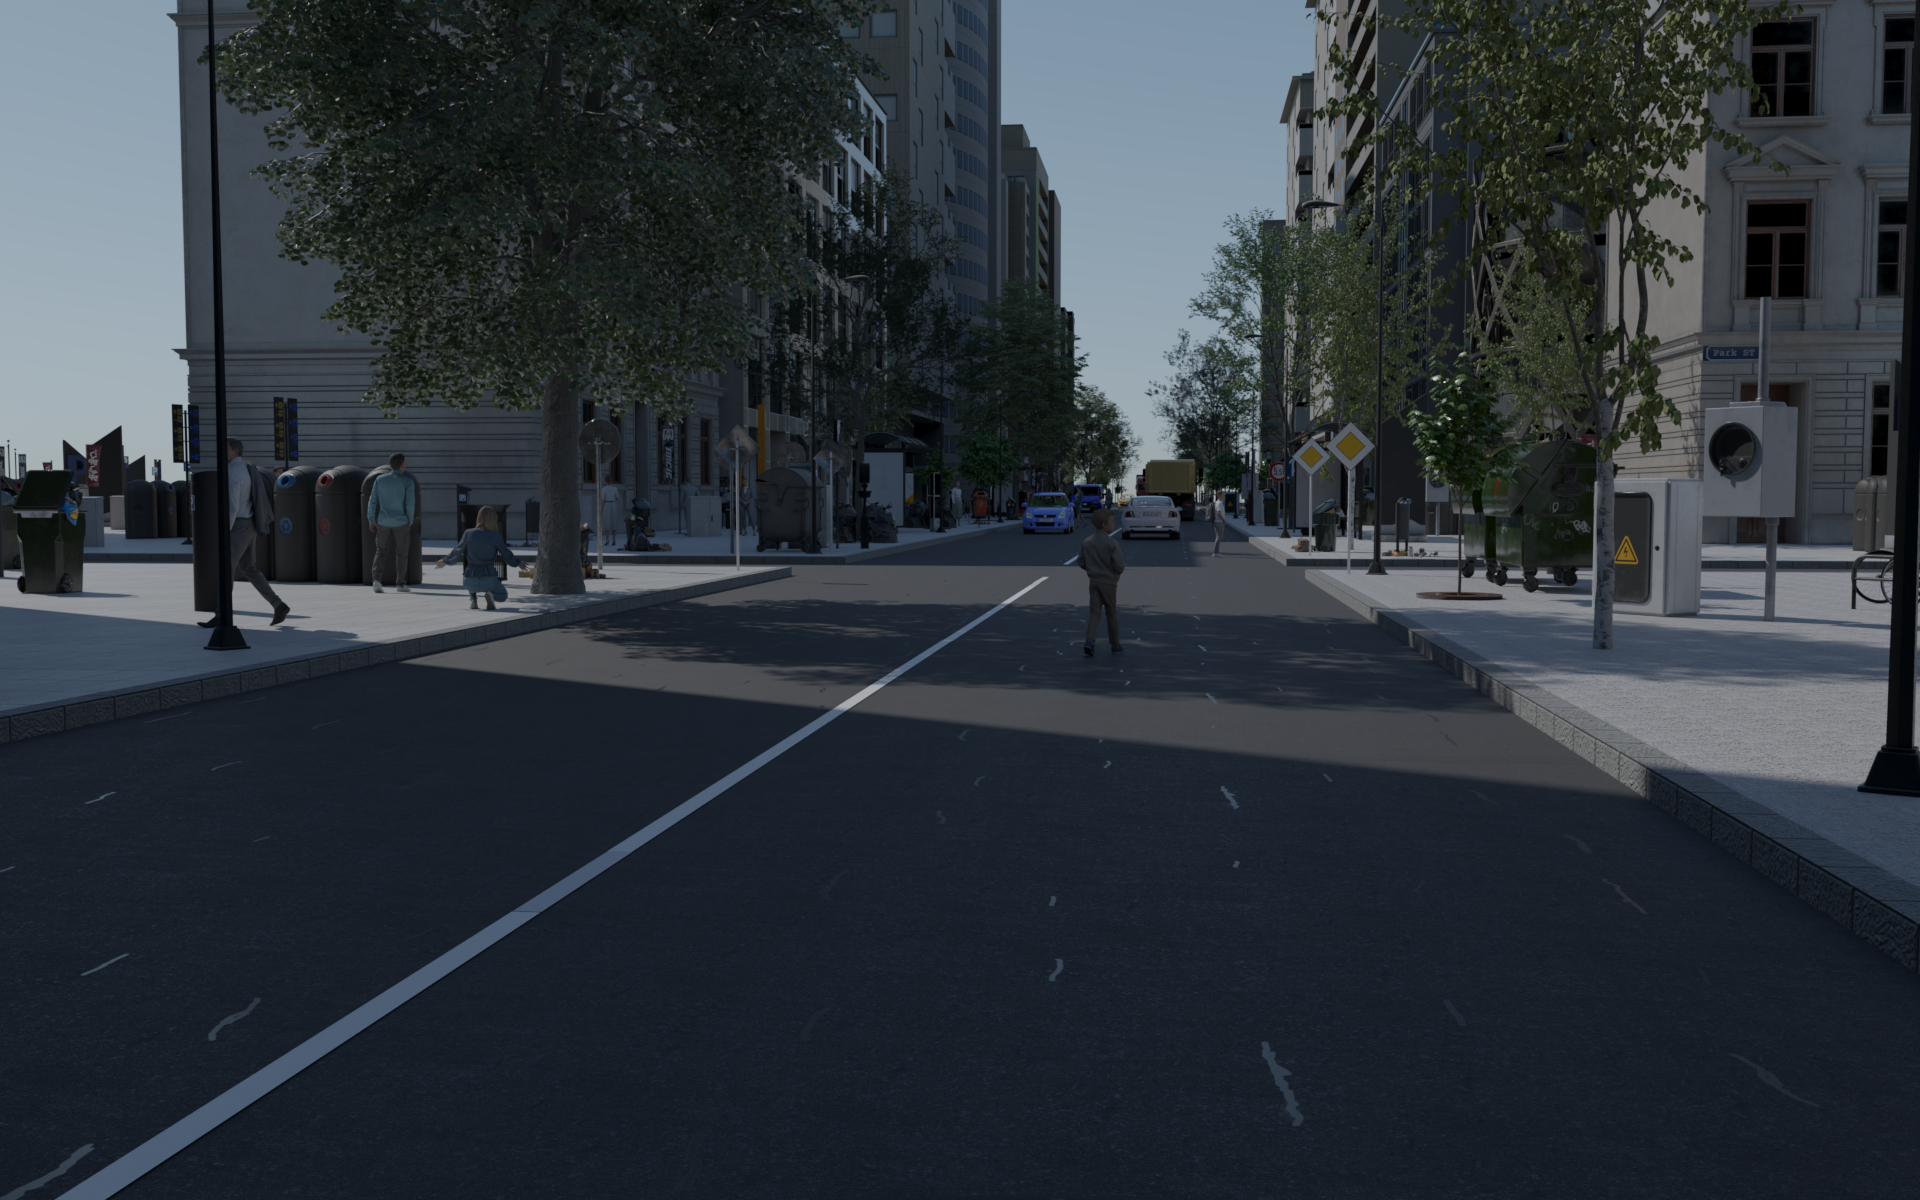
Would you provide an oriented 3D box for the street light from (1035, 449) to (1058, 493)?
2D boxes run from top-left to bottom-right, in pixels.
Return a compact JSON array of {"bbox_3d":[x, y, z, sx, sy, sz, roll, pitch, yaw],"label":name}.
[{"bbox_3d":[4.777,-7.586,96.574,1.470,5.913,1.316,0,4,7],"label":"street light"}]

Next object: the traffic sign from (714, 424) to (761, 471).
[{"bbox_3d":[-3.741,-1.643,29.050,0.795,2.593,0.064,0,4,7],"label":"traffic sign"}]

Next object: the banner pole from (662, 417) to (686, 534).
[{"bbox_3d":[-9.191,-4.004,55.488,0.863,3.779,0.401,-3,5,-39],"label":"banner pole"}]

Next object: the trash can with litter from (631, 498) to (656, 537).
[{"bbox_3d":[-9.387,-2.467,51.728,0.624,1.170,1.055,-3,4,-36],"label":"trash can with litter"}]

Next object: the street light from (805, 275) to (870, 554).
[{"bbox_3d":[-2.602,-3.942,36.988,1.470,5.913,1.316,0,4,7],"label":"street light"}]

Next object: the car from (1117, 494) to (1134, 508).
[{"bbox_3d":[16.387,-9.749,169.613,2.015,1.641,3.980,0,4,8],"label":"car"}]

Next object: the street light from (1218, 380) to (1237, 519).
[{"bbox_3d":[11.345,-5.984,70.378,1.470,5.913,1.316,0,4,7],"label":"street light"}]

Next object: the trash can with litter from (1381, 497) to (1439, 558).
[{"bbox_3d":[9.470,-1.532,36.101,1.678,1.210,2.233,2,4,35],"label":"trash can with litter"}]

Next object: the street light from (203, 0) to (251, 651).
[{"bbox_3d":[-5.531,-2.541,14.086,1.470,5.913,1.316,0,4,7],"label":"street light"}]

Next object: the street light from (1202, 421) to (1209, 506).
[{"bbox_3d":[16.355,-8.425,110.284,1.470,5.913,1.316,0,4,7],"label":"street light"}]

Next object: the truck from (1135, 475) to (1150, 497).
[{"bbox_3d":[26.714,-15.988,250.317,2.839,4.237,11.283,0,4,5],"label":"truck"}]

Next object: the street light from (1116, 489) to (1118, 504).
[{"bbox_3d":[17.059,-13.639,195.545,1.470,5.913,1.316,0,4,7],"label":"street light"}]

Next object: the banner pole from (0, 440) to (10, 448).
[{"bbox_3d":[-43.876,-5.473,79.496,0.863,3.779,0.401,-3,5,-42],"label":"banner pole"}]

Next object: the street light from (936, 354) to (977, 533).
[{"bbox_3d":[-0.085,-5.179,57.215,1.470,5.913,1.316,0,4,7],"label":"street light"}]

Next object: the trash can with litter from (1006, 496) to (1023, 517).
[{"bbox_3d":[2.870,-4.754,89.123,1.055,1.170,0.624,0,4,2],"label":"trash can with litter"}]

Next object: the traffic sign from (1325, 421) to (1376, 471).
[{"bbox_3d":[6.274,-1.566,27.794,0.795,2.593,0.064,0,4,7],"label":"traffic sign"}]

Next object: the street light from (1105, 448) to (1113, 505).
[{"bbox_3d":[14.267,-12.271,173.175,1.470,5.913,1.316,0,4,7],"label":"street light"}]

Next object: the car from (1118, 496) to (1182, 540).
[{"bbox_3d":[6.153,-2.669,56.000,2.083,1.381,4.827,0,4,5],"label":"car"}]

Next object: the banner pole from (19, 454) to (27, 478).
[{"bbox_3d":[-51.477,-6.413,94.870,0.863,3.779,0.401,0,4,6],"label":"banner pole"}]

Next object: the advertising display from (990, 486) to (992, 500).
[{"bbox_3d":[1.922,-6.133,105.493,0.123,1.923,0.974,1,4,17],"label":"advertising display"}]

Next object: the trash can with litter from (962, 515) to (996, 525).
[{"bbox_3d":[0.730,-3.802,73.220,1.678,1.210,2.233,-1,4,-10],"label":"trash can with litter"}]

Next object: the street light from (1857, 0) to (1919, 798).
[{"bbox_3d":[3.520,-2.131,7.378,1.470,5.913,1.316,0,4,7],"label":"street light"}]

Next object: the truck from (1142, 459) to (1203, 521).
[{"bbox_3d":[11.680,-6.100,95.661,3.469,3.379,9.791,0,4,8],"label":"truck"}]

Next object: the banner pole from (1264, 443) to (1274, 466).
[{"bbox_3d":[15.687,-6.030,88.610,0.401,3.779,0.863,2,4,35],"label":"banner pole"}]

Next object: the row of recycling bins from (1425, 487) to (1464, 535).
[{"bbox_3d":[16.127,-2.924,54.915,3.534,1.692,1.069,-2,4,-30],"label":"row of recycling bins"}]

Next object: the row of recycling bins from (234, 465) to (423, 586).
[{"bbox_3d":[-9.265,-1.107,25.217,3.534,1.692,1.069,2,4,26],"label":"row of recycling bins"}]

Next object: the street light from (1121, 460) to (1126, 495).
[{"bbox_3d":[19.500,-14.841,215.188,1.470,5.913,1.316,0,4,7],"label":"street light"}]

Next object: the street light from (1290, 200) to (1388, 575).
[{"bbox_3d":[6.108,-3.361,27.501,1.470,5.913,1.316,0,4,7],"label":"street light"}]

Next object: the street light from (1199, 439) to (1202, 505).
[{"bbox_3d":[18.268,-9.363,125.627,1.470,5.913,1.316,0,4,7],"label":"street light"}]

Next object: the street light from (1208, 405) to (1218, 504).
[{"bbox_3d":[13.908,-7.223,90.642,1.470,5.913,1.316,0,4,7],"label":"street light"}]

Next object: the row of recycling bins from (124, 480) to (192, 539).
[{"bbox_3d":[-23.165,-2.677,50.877,1.069,1.692,3.534,1,4,14],"label":"row of recycling bins"}]

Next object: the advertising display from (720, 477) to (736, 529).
[{"bbox_3d":[-8.442,-3.565,63.496,0.974,1.923,0.123,3,5,40],"label":"advertising display"}]

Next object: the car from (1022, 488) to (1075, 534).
[{"bbox_3d":[3.255,-3.289,63.369,1.945,1.707,3.694,0,4,7],"label":"car"}]

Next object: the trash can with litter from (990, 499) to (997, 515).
[{"bbox_3d":[1.785,-5.672,104.124,1.055,1.170,0.624,1,4,15],"label":"trash can with litter"}]

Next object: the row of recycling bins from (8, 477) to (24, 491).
[{"bbox_3d":[-23.316,-2.127,41.888,1.069,1.692,3.534,0,4,-1],"label":"row of recycling bins"}]

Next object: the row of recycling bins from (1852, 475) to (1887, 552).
[{"bbox_3d":[20.288,-1.861,37.535,1.069,1.692,3.534,1,4,10],"label":"row of recycling bins"}]

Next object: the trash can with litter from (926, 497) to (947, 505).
[{"bbox_3d":[-1.100,-3.997,76.737,0.624,1.170,1.055,-2,4,-24],"label":"trash can with litter"}]

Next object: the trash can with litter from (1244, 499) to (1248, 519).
[{"bbox_3d":[13.570,-4.153,79.282,1.055,1.170,0.624,0,4,-7],"label":"trash can with litter"}]

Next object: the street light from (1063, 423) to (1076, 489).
[{"bbox_3d":[6.851,-8.576,112.751,1.470,5.913,1.316,0,4,7],"label":"street light"}]

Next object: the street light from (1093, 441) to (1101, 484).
[{"bbox_3d":[11.746,-11.023,152.760,1.470,5.913,1.316,0,4,7],"label":"street light"}]

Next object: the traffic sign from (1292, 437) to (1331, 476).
[{"bbox_3d":[7.256,-2.051,35.719,0.795,2.593,0.064,0,4,7],"label":"traffic sign"}]

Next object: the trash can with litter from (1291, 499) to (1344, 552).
[{"bbox_3d":[7.915,-1.650,38.358,1.055,1.170,0.624,-1,4,-18],"label":"trash can with litter"}]

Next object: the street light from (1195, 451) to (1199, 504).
[{"bbox_3d":[20.714,-10.564,145.269,1.470,5.913,1.316,0,4,7],"label":"street light"}]

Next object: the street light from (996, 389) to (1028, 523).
[{"bbox_3d":[2.329,-6.380,76.860,1.470,5.913,1.316,0,4,7],"label":"street light"}]

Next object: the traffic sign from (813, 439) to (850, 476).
[{"bbox_3d":[-2.760,-2.127,36.974,0.795,2.593,0.064,0,4,7],"label":"traffic sign"}]

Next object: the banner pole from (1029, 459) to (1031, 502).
[{"bbox_3d":[4.452,-7.396,110.936,0.401,3.779,0.863,0,4,-4],"label":"banner pole"}]

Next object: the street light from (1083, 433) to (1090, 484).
[{"bbox_3d":[9.194,-9.778,132.406,1.470,5.913,1.316,0,4,7],"label":"street light"}]

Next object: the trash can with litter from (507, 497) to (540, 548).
[{"bbox_3d":[-10.716,-1.901,42.144,2.233,1.210,1.678,-2,4,-27],"label":"trash can with litter"}]

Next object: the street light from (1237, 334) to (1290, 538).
[{"bbox_3d":[8.916,-4.752,50.238,1.470,5.913,1.316,0,4,7],"label":"street light"}]
